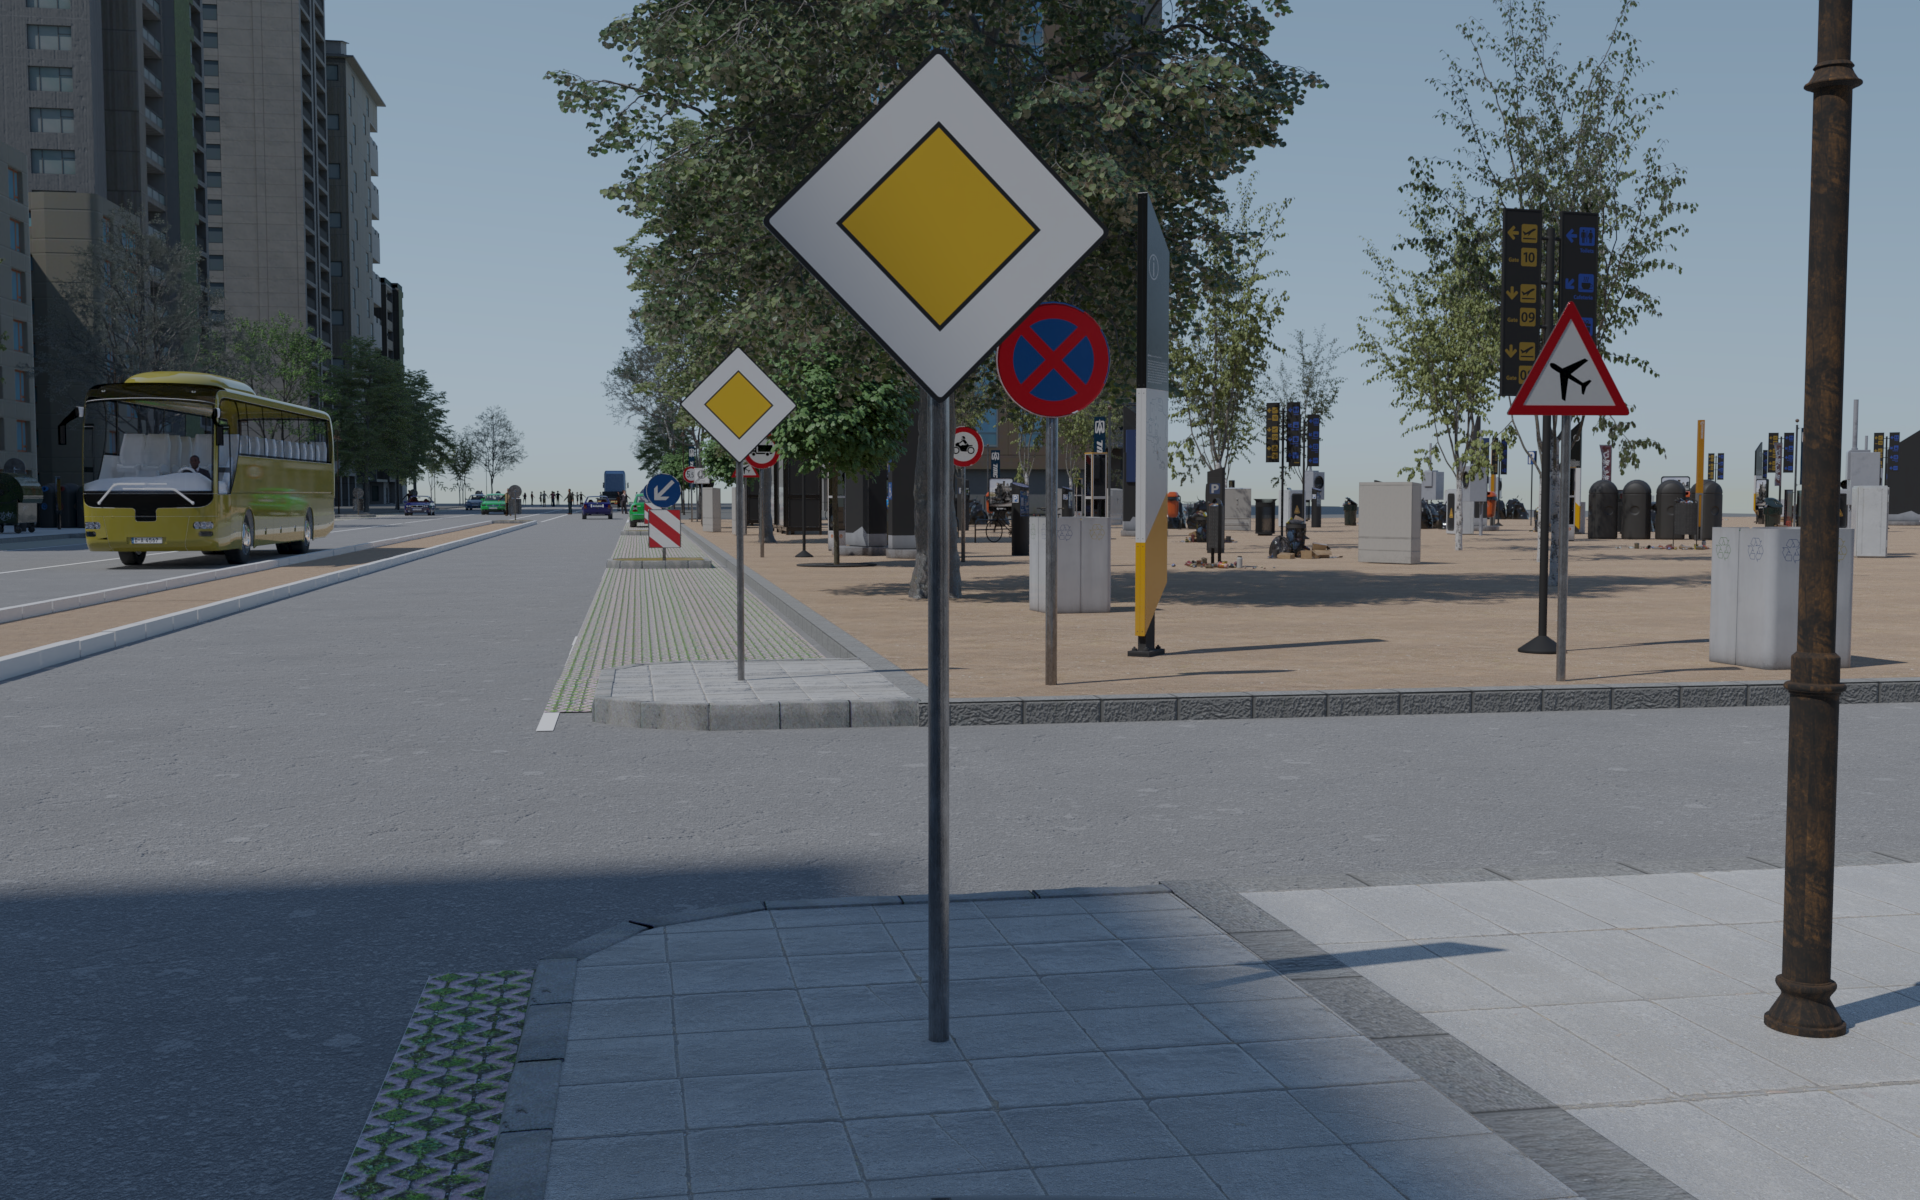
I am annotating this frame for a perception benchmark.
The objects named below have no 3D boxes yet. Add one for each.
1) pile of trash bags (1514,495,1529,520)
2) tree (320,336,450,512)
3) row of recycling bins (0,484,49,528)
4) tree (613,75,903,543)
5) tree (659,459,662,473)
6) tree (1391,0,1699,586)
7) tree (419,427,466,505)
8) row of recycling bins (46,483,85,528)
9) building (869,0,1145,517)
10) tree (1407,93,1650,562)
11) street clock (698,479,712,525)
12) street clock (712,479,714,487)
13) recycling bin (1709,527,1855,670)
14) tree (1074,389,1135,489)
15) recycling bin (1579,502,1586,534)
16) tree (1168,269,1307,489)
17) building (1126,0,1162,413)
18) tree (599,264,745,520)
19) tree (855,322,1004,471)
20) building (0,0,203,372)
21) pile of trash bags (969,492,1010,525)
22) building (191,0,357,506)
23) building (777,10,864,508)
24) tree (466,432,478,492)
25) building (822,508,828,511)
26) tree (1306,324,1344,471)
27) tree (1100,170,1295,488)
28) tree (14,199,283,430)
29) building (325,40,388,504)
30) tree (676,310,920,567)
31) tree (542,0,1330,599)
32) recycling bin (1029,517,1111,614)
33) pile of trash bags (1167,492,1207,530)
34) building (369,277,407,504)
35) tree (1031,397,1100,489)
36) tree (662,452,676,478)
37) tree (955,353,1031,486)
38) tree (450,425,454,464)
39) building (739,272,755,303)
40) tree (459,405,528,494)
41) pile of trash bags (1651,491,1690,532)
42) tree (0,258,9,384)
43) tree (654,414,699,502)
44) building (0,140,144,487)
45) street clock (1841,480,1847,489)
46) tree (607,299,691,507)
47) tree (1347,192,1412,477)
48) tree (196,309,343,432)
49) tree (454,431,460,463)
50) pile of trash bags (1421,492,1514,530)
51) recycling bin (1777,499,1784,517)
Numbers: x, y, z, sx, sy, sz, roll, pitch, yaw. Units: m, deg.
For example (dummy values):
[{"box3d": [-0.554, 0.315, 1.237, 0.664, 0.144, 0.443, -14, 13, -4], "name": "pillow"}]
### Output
[{"box3d": [28.351, -4.769, 87.719, 3.447, 1.369, 1.912, 1, 4, 13], "name": "pile of trash bags"}, {"box3d": [-42.502, -12.621, 124.472, 7.486, 12.596, 7.792, 0, 3, 0], "name": "tree"}, {"box3d": [-39.101, -3.923, 71.254, 3.534, 1.692, 1.069, 2, 4, 33], "name": "row of recycling bins"}, {"box3d": [-5.108, -7.756, 44.936, 7.486, 12.596, 7.792, 0, 3, 0], "name": "tree"}, {"box3d": [-18.939, -8.222, 118.145, 4.285, 4.588, 4.351, 0, 3, 0], "name": "tree"}, {"box3d": [8.183, -4.491, 23.798, 4.360, 8.622, 3.978, 0, 3, 0], "name": "tree"}, {"box3d": [-51.754, -13.418, 169.745, 4.737, 8.622, 4.395, 0, 3, 0], "name": "tree"}, {"box3d": [-34.302, -3.783, 68.967, 1.069, 1.692, 3.534, 2, 4, 25], "name": "row of recycling bins"}, {"box3d": [2.277, -27.794, 104.540, 14.600, 45.320, 14.200, -1, 4, -10], "name": "building"}, {"box3d": [10.967, -5.033, 32.650, 4.737, 8.622, 4.395, 0, 3, 0], "name": "tree"}, {"box3d": [-10.819, -4.183, 72.963, 0.471, 2.002, 0.358, -1, 4, -14], "name": "street clock"}, {"box3d": [-11.281, -4.488, 77.943, 0.471, 2.002, 0.358, 3, 5, 44], "name": "street clock"}, {"box3d": [6.156, -0.027, 12.997, 0.722, 1.027, 0.722, -1, 4, -12], "name": "recycling bin"}, {"box3d": [6.871, -8.281, 85.753, 4.360, 8.622, 3.978, 0, 3, 0], "name": "tree"}, {"box3d": [19.860, -2.668, 56.169, 0.722, 1.027, 0.722, 1, 4, 13], "name": "recycling bin"}, {"box3d": [8.567, -6.539, 57.277, 4.360, 8.622, 3.978, 0, 3, 0], "name": "tree"}, {"box3d": [1.396, -41.815, 121.929, 20.563, 71.187, 20.611, -1, 4, -10], "name": "building"}, {"box3d": [-12.978, -10.807, 87.058, 12.009, 13.543, 11.850, 0, 3, 0], "name": "tree"}, {"box3d": [-0.777, -6.426, 55.430, 4.360, 8.622, 3.978, 0, 3, 0], "name": "tree"}, {"box3d": [-59.157, -26.308, 113.727, 14.154, 41.232, 14.086, -1, 4, -10], "name": "building"}, {"box3d": [1.222, -3.907, 73.638, 1.912, 1.369, 3.447, 0, 4, 3], "name": "pile of trash bags"}, {"box3d": [-75.121, -45.414, 180.763, 20.563, 71.187, 20.611, -1, 4, -10], "name": "building"}, {"box3d": [-14.728, -46.940, 205.720, 20.563, 71.187, 20.611, -1, 4, -10], "name": "building"}, {"box3d": [-58.537, -15.465, 203.210, 4.737, 8.622, 4.395, 0, 3, 0], "name": "tree"}, {"box3d": [-1.940, -43.070, 142.440, 20.563, 71.187, 20.611, -1, 4, -10], "name": "building"}, {"box3d": [14.706, -7.610, 74.785, 4.360, 8.622, 3.978, 0, 3, 0], "name": "tree"}, {"box3d": [5.849, -5.480, 39.952, 4.737, 8.622, 4.395, 0, 3, 0], "name": "tree"}, {"box3d": [-34.214, -9.954, 73.121, 12.009, 13.543, 11.850, 0, 3, 0], "name": "tree"}, {"box3d": [-83.859, -37.618, 204.285, 28.713, 52.752, 27.495, -1, 4, -10], "name": "building"}, {"box3d": [-2.138, -2.885, 30.878, 4.285, 4.588, 4.351, 0, 3, 0], "name": "tree"}, {"box3d": [-0.193, -7.005, 21.180, 9.857, 13.997, 8.962, 0, 3, 0], "name": "tree"}, {"box3d": [1.199, -0.390, 18.923, 0.722, 1.027, 0.722, -1, 4, -16], "name": "recycling bin"}, {"box3d": [8.208, -3.289, 63.522, 1.912, 1.369, 3.447, 1, 4, 22], "name": "pile of trash bags"}, {"box3d": [-80.812, -27.825, 226.645, 14.160, 30.474, 14.107, -1, 4, -10], "name": "building"}, {"box3d": [5.304, -7.876, 79.132, 4.737, 8.622, 4.395, 0, 3, 0], "name": "tree"}, {"box3d": [-8.326, -4.976, 65.074, 4.285, 4.588, 4.351, 0, 3, 0], "name": "tree"}, {"box3d": [-0.077, -7.850, 78.704, 4.737, 8.622, 4.395, 0, 3, 0], "name": "tree"}, {"box3d": [-47.728, -13.941, 146.064, 7.486, 12.596, 7.792, 0, 3, 0], "name": "tree"}, {"box3d": [-18.528, -35.305, 231.858, 22.147, 44.769, 28.867, -1, 4, -10], "name": "building"}, {"box3d": [-63.708, -19.896, 235.662, 12.009, 13.543, 11.850, 0, 3, 0], "name": "tree"}, {"box3d": [23.501, -3.004, 58.863, 1.912, 1.369, 3.447, -2, 4, -31], "name": "pile of trash bags"}, {"box3d": [-29.104, -6.049, 49.272, 4.737, 8.622, 4.395, 0, 3, 0], "name": "tree"}, {"box3d": [-24.215, -12.178, 149.479, 4.737, 8.622, 4.395, 0, 3, 0], "name": "tree"}, {"box3d": [-62.157, -15.098, 91.900, 27.650, 21.520, 28.899, -1, 4, -10], "name": "building"}, {"box3d": [44.920, -5.095, 87.873, 0.358, 2.002, 0.471, -3, 5, -43], "name": "street clock"}, {"box3d": [-30.052, -19.271, 170.971, 12.611, 20.169, 13.585, 0, 3, 0], "name": "tree"}, {"box3d": [11.130, -5.423, 39.033, 4.737, 8.622, 4.395, 0, 3, 0], "name": "tree"}, {"box3d": [-39.102, -10.585, 98.818, 9.928, 11.665, 9.643, 0, 3, 0], "name": "tree"}, {"box3d": [-49.313, -14.597, 156.790, 7.486, 12.596, 7.792, 0, 3, 0], "name": "tree"}, {"box3d": [18.012, -3.264, 63.125, 1.912, 1.369, 3.447, -3, 5, -43], "name": "pile of trash bags"}, {"box3d": [40.313, -4.447, 85.267, 0.722, 1.027, 0.722, 3, 4, 37], "name": "recycling bin"}]
